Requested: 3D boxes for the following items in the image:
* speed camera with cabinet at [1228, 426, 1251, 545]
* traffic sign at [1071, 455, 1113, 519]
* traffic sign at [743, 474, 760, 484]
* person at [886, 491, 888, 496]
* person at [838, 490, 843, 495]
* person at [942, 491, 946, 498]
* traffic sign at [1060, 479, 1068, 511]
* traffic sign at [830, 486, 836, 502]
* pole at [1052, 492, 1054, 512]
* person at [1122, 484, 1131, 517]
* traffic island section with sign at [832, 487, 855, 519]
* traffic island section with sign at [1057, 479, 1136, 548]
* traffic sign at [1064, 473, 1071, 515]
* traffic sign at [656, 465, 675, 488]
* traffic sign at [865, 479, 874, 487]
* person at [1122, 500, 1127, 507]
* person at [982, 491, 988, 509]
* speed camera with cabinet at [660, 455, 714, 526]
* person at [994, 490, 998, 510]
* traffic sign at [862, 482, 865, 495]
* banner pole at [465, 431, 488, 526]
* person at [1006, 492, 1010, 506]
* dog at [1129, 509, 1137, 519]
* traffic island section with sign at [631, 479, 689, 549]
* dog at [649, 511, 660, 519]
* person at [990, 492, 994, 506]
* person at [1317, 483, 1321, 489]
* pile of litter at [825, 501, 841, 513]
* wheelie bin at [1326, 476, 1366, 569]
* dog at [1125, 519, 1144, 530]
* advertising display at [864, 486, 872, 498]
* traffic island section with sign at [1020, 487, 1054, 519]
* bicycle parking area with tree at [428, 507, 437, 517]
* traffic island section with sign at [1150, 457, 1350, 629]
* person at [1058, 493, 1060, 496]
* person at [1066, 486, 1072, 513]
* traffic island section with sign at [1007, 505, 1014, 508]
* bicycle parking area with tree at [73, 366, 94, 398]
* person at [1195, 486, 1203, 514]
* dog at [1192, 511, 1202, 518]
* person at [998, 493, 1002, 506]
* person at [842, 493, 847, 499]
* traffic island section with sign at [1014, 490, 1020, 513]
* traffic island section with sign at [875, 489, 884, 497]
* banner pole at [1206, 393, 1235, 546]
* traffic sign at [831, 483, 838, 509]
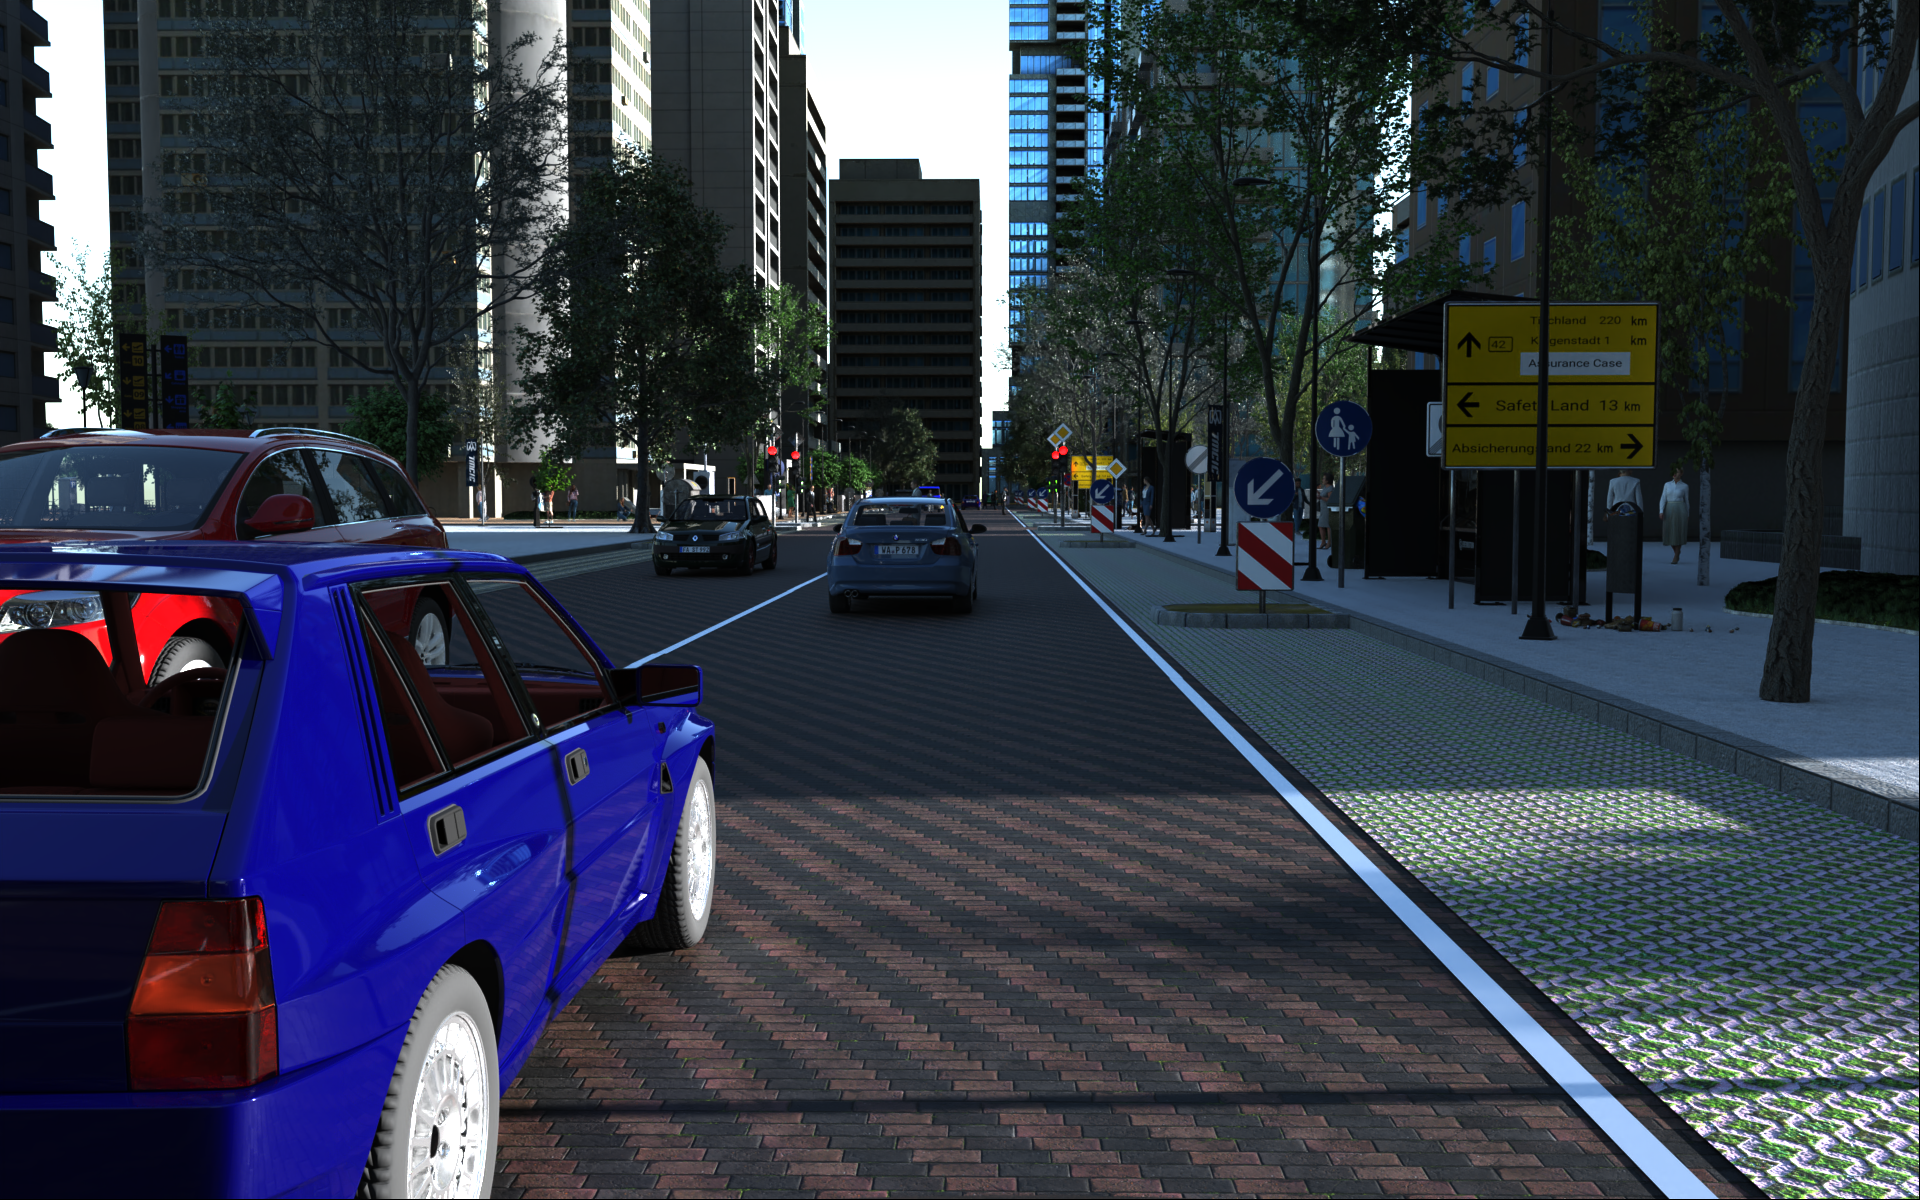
[{"bbox_3d":[7.110,-3.067,44.482,0.660,3.252,2.038,0,4,4],"label":"speed camera with cabinet"},{"bbox_3d":[6.929,-5.923,90.718,2.265,3.308,0.079,0,4,4],"label":"traffic sign"},{"bbox_3d":[-10.840,-5.503,89.973,0.884,2.594,0.081,0,4,2],"label":"traffic sign"},{"bbox_3d":[-8.544,-12.173,206.003,0.436,1.711,0.756,-1,4,-18],"label":"person"},{"bbox_3d":[-14.067,-12.208,205.729,1.350,1.814,0.705,1,4,18],"label":"person"},{"bbox_3d":[-1.794,-10.194,175.961,0.721,1.735,1.217,3,5,42],"label":"person"},{"bbox_3d":[7.864,-7.916,129.538,0.768,2.556,0.104,0,4,6],"label":"traffic sign"},{"bbox_3d":[-9.810,-8.006,130.906,0.884,2.594,0.081,1,4,9],"label":"traffic sign"},{"bbox_3d":[6.537,-7.839,122.006,0.158,3.312,0.155,0,3,0],"label":"pole"},{"bbox_3d":[9.299,-5.585,97.267,0.836,1.842,0.656,-2,4,-27],"label":"person"},{"bbox_3d":[-6.438,-5.672,101.360,1.989,1.847,2.006,0,4,1],"label":"traffic island section with sign"},{"bbox_3d":[3.668,-2.322,46.590,1.989,1.847,2.006,0,4,1],"label":"traffic island section with sign"},{"bbox_3d":[6.677,-6.512,106.584,0.768,2.556,0.104,0,4,6],"label":"traffic sign"},{"bbox_3d":[-11.709,-4.203,68.824,0.768,2.556,0.104,0,4,3],"label":"traffic sign"},{"bbox_3d":[-7.702,-8.985,147.018,0.768,2.556,0.104,0,4,6],"label":"traffic sign"},{"bbox_3d":[14.045,-8.649,147.681,0.641,1.798,0.478,-2,4,-30],"label":"person"},{"bbox_3d":[2.489,-9.904,171.356,0.541,1.710,0.530,1,4,12],"label":"person"},{"bbox_3d":[-10.646,-4.480,67.579,2.038,3.252,0.660,1,4,12],"label":"speed camera with cabinet"},{"bbox_3d":[3.235,-9.066,156.750,0.705,1.821,1.348,0,4,-6],"label":"person"},{"bbox_3d":[-8.555,-9.259,151.498,0.768,2.556,0.104,0,4,8],"label":"traffic sign"},{"bbox_3d":[-19.290,-4.835,69.068,0.863,3.779,0.401,-1,4,-11],"label":"banner pole"},{"bbox_3d":[5.954,-12.542,214.229,0.551,1.740,0.621,-1,4,-12],"label":"person"},{"bbox_3d":[9.022,-4.443,89.482,0.540,0.507,0.406,-1,4,-12],"label":"dog"},{"bbox_3d":[-7.469,-2.253,45.473,1.989,1.847,2.006,0,4,1],"label":"traffic island section with sign"},{"bbox_3d":[-14.018,-3.806,79.065,0.406,0.507,0.540,2,4,29],"label":"dog"},{"bbox_3d":[3.886,-12.052,206.357,0.445,1.727,0.742,1,4,21],"label":"person"},{"bbox_3d":[18.181,-4.998,87.739,0.794,1.824,0.713,-1,4,-8],"label":"person"},{"bbox_3d":[-8.494,-6.229,115.803,1.176,0.858,1.719,0,4,-2],"label":"pile of litter"},{"bbox_3d":[6.762,-1.345,29.895,0.693,1.594,0.980,-2,4,-33],"label":"wheelie bin"},{"bbox_3d":[6.197,-2.662,61.255,0.550,0.427,0.748,-3,4,-38],"label":"dog"},{"bbox_3d":[-7.689,-8.572,145.364,0.123,1.923,0.974,2,4,32],"label":"advertising display"},{"bbox_3d":[4.681,-5.644,100.908,1.989,1.847,2.006,0,4,1],"label":"traffic island section with sign"},{"bbox_3d":[-29.757,-5.964,84.508,9.016,4.147,8.231,0,4,7],"label":"bicycle parking area with tree"},{"bbox_3d":[3.158,-0.651,19.267,1.989,1.847,2.006,0,4,1],"label":"traffic island section with sign"},{"bbox_3d":[10.244,-10.191,172.806,1.348,1.807,0.705,2,4,31],"label":"person"},{"bbox_3d":[7.451,-6.727,116.004,0.580,1.828,0.573,-2,4,-35],"label":"person"},{"bbox_3d":[6.114,-10.354,177.913,1.989,1.847,2.006,0,4,1],"label":"traffic island section with sign"},{"bbox_3d":[-21.892,-3.265,40.390,8.231,4.147,9.016,3,5,41],"label":"bicycle parking area with tree"},{"bbox_3d":[15.177,-6.332,109.680,0.679,1.850,0.850,-1,4,-11],"label":"person"},{"bbox_3d":[12.472,-4.479,90.963,0.748,0.427,0.550,3,5,39],"label":"dog"},{"bbox_3d":[5.104,-12.095,206.975,1.217,1.735,0.721,2,4,27],"label":"person"},{"bbox_3d":[-13.042,-11.658,197.374,1.217,1.743,0.721,0,4,-2],"label":"person"},{"bbox_3d":[5.189,-7.331,128.490,1.989,1.847,2.006,0,4,1],"label":"traffic island section with sign"},{"bbox_3d":[-5.930,-7.320,128.311,1.989,1.847,2.006,0,4,1],"label":"traffic island section with sign"},{"bbox_3d":[6.438,-3.232,42.856,0.863,3.779,0.401,-2,4,-29],"label":"banner pole"},{"bbox_3d":[-9.228,-7.680,125.677,0.768,2.556,0.104,1,4,8],"label":"traffic sign"}]
